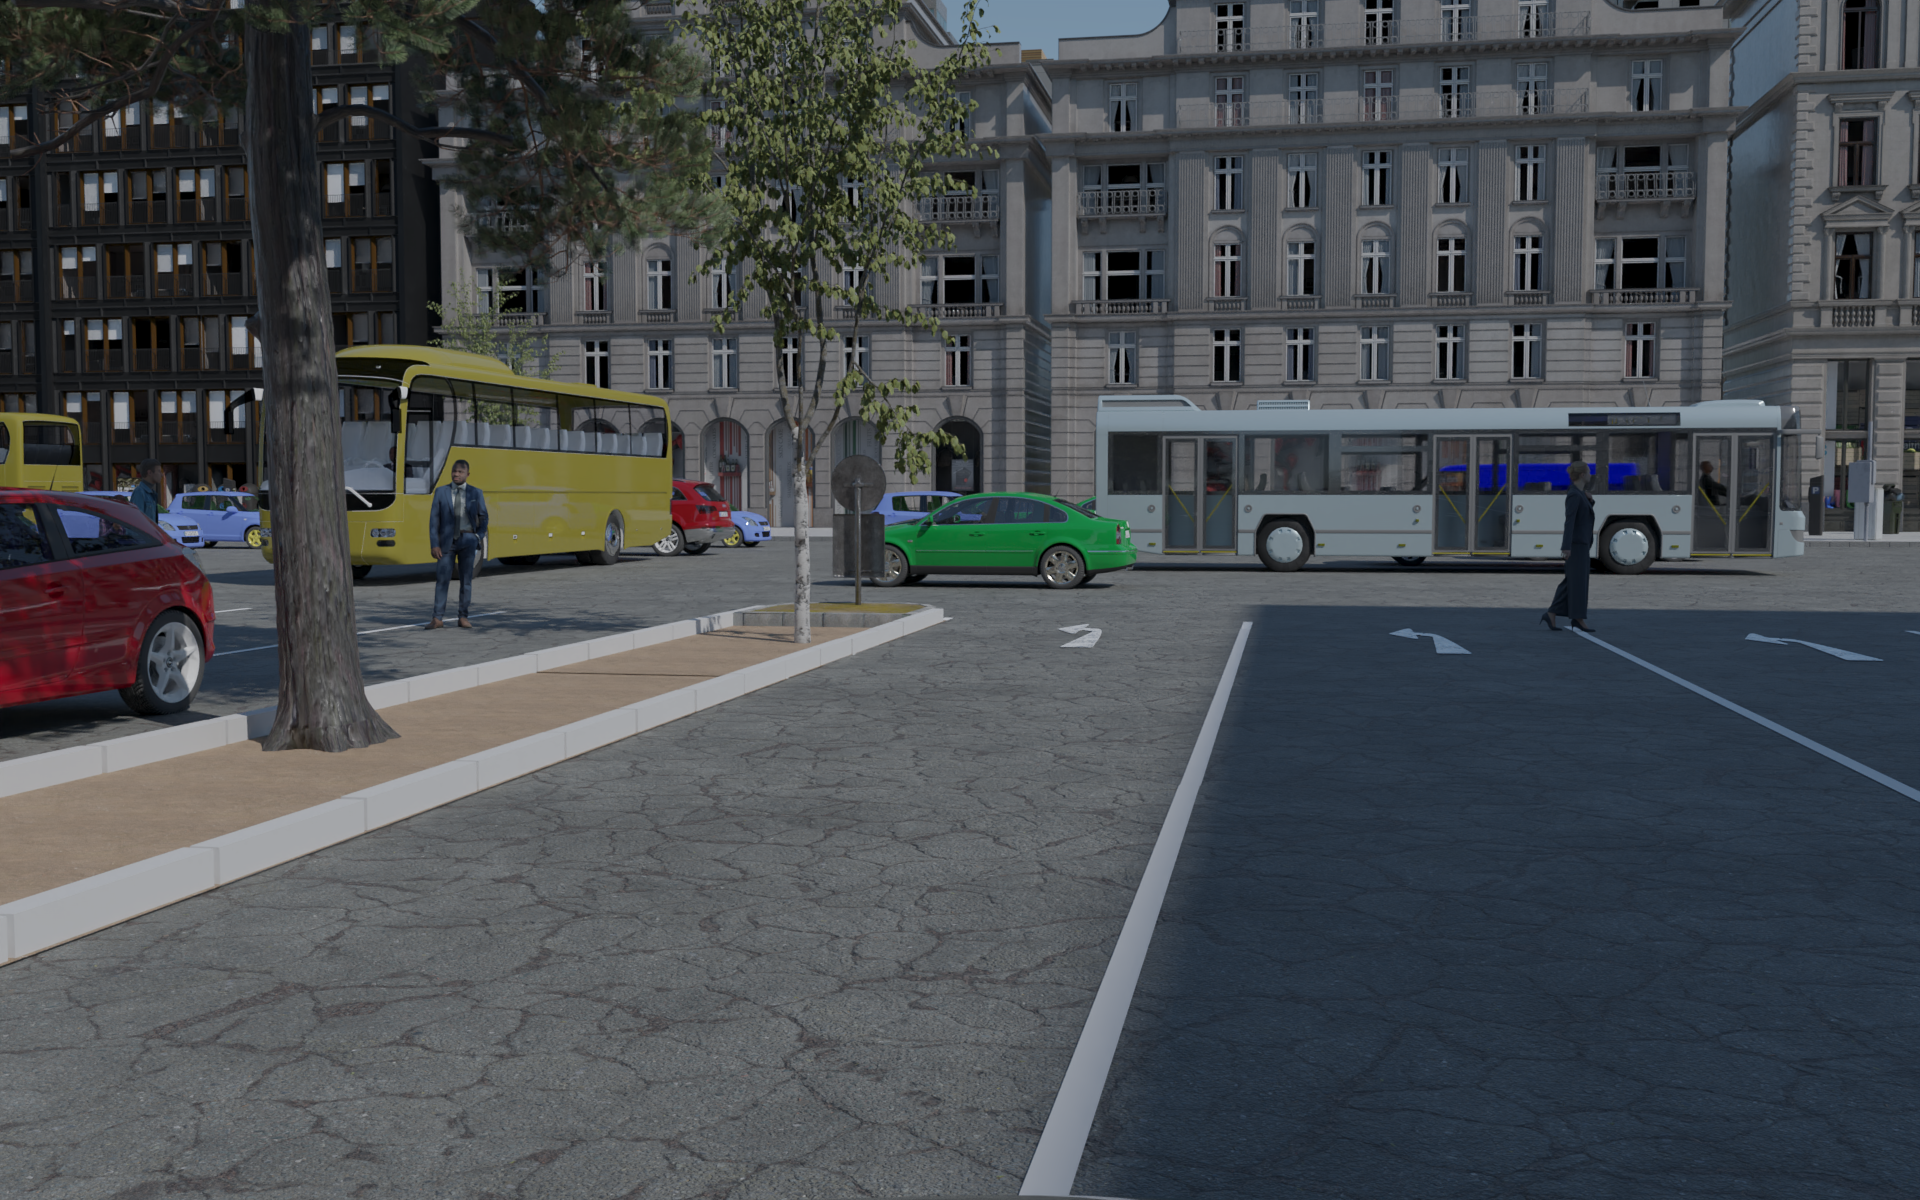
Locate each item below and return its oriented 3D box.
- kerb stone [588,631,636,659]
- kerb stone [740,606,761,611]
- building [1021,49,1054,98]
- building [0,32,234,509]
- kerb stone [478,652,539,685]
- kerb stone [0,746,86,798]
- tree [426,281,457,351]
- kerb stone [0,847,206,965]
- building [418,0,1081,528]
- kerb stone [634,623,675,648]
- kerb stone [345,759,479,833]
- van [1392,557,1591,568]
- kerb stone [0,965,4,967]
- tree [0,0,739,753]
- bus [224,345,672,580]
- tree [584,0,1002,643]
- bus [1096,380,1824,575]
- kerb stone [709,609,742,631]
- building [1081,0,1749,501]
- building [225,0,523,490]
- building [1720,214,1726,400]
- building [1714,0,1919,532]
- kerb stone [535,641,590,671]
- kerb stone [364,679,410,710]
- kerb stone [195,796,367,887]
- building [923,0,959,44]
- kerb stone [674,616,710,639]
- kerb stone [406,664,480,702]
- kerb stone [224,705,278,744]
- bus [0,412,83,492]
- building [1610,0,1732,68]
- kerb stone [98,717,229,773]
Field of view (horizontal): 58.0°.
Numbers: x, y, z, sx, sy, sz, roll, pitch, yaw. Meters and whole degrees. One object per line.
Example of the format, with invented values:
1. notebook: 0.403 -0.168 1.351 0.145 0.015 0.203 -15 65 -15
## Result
1. kerb stone: -3.153 0.415 15.405 0.120 0.150 1.000 1 4 11
2. kerb stone: -2.372 0.169 19.451 0.120 0.150 1.000 1 4 11
3. building: 0.320 -42.394 235.134 28.212 58.520 21.231 1 4 11
4. building: -43.942 -15.184 77.944 15.834 23.373 12.332 1 4 11
5. kerb stone: -3.542 0.545 13.379 0.120 0.150 1.000 1 4 11
6. kerb stone: -4.518 0.848 8.328 0.120 0.150 1.000 1 4 11
7. tree: -15.446 -6.522 56.997 4.737 8.622 4.395 0 3 0
8. kerb stone: -2.861 1.006 5.807 0.120 0.150 1.000 1 4 11
9. building: -7.914 -14.045 71.438 24.055 21.916 13.314 1 4 11
10. kerb stone: -2.957 0.353 16.416 0.120 0.150 1.000 1 4 11
11. kerb stone: -2.470 0.879 7.823 0.120 0.150 1.000 1 4 11
12. van: 10.822 -1.862 34.822 5.245 2.365 2.240 1 4 11
13. kerb stone: -3.055 1.067 4.798 0.120 0.150 1.000 1 4 11
14. tree: -3.790 -6.106 9.709 7.806 13.903 7.818 0 3 0
15. bus: -8.678 -2.485 32.179 2.896 3.916 12.252 1 4 11
16. tree: -1.514 -3.869 16.082 4.737 8.622 4.395 0 3 0
17. bus: 9.243 -2.282 32.172 13.247 3.499 2.948 1 4 10
18. kerb stone: -2.566 0.230 18.433 0.120 0.150 1.000 1 4 11
19. building: 15.772 -13.757 66.734 24.055 21.916 13.314 1 4 11
20. building: -28.094 -14.966 74.380 15.834 23.373 12.332 1 4 11
21. building: 56.630 -21.507 123.334 14.160 30.474 14.107 1 4 11
22. building: 38.003 -14.198 61.017 19.941 23.489 11.050 1 4 11
23. kerb stone: -3.348 0.478 14.386 0.120 0.150 1.000 1 4 11
24. kerb stone: -3.928 0.663 11.358 0.120 0.150 1.000 1 4 11
25. kerb stone: -2.662 0.945 6.815 0.120 0.150 1.000 1 4 11
26. building: -15.792 -33.089 160.612 30.456 49.044 23.786 1 4 11
27. kerb stone: -2.766 0.292 17.425 0.120 0.150 1.000 1 4 11
28. kerb stone: -3.735 0.602 12.369 0.120 0.150 1.000 1 4 11
29. kerb stone: -4.127 0.727 10.351 0.120 0.150 1.000 1 4 11
30. bus: -30.167 -3.398 47.098 12.252 3.916 2.896 1 4 9
31. building: 67.337 -33.814 142.091 28.713 52.752 27.495 1 4 11
32. kerb stone: -4.314 0.787 9.335 0.120 0.150 1.000 1 4 11
